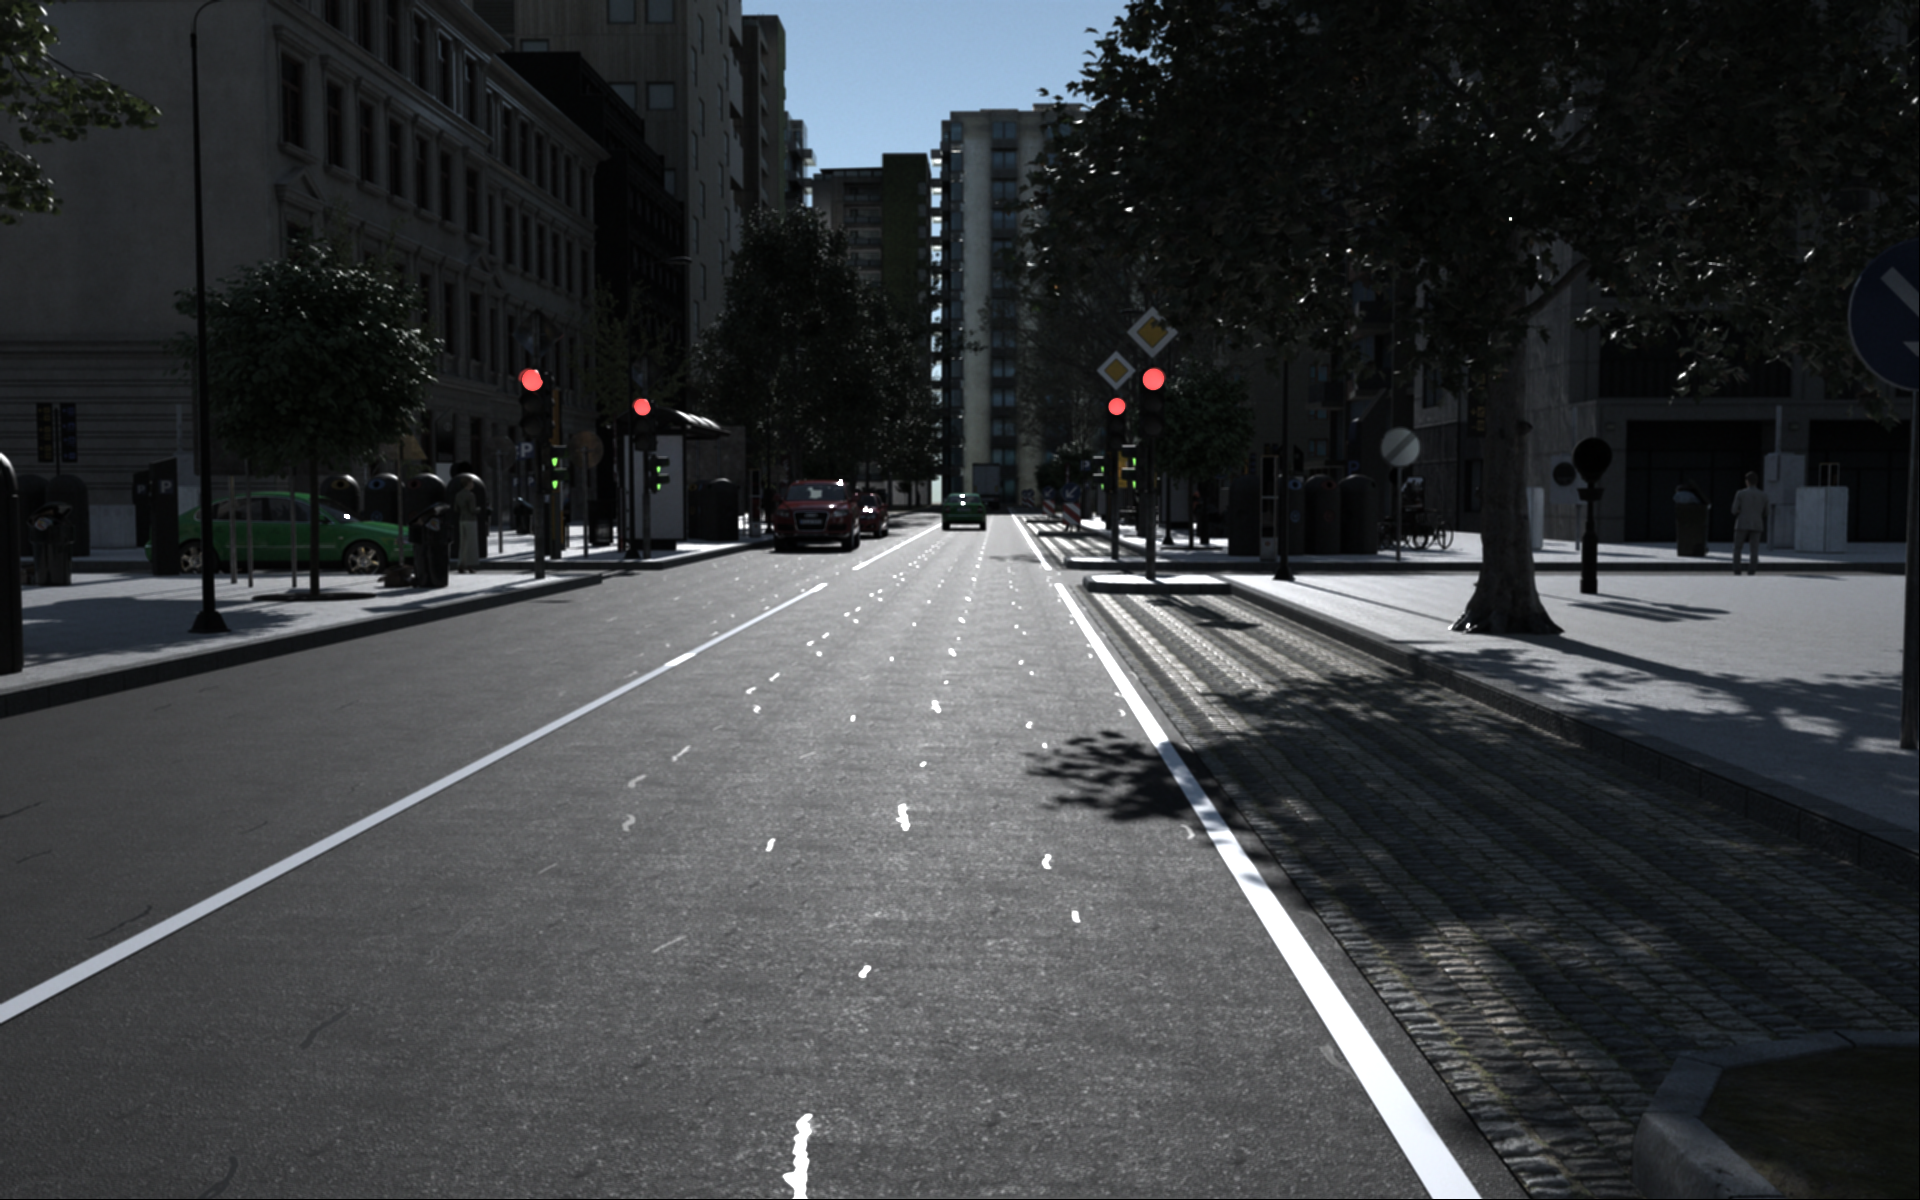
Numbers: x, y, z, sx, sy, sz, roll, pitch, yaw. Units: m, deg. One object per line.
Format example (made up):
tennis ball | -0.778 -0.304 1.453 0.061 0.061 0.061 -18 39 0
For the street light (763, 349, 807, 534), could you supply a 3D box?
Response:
street light | -5.608 -5.081 55.621 1.470 5.913 1.316 0 4 1

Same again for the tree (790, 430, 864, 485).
tree | -6.135 -5.879 79.837 4.285 4.588 4.351 0 3 0

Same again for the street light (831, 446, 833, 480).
street light | -5.170 -6.396 77.111 1.470 5.913 1.316 0 4 1

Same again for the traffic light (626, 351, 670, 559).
traffic light | -6.177 -2.766 34.149 0.839 4.253 0.868 0 4 1

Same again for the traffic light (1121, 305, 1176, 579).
traffic light | 2.852 -2.266 25.974 0.839 4.253 0.868 0 4 1

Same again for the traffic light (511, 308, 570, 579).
traffic light | -6.357 -2.278 26.166 0.839 4.253 0.868 0 4 1

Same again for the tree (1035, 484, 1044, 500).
tree | 8.895 -11.545 183.354 1.663 3.219 1.824 0 3 0

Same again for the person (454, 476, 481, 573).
person | -8.876 -1.364 31.352 0.519 1.759 0.362 2 4 34

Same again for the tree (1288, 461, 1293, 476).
tree | 16.588 -5.713 88.010 1.663 3.219 1.824 0 3 0

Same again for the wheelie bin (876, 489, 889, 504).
wheelie bin | -4.951 -6.195 109.194 0.980 1.594 0.693 -1 4 -22

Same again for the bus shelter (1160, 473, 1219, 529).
bus shelter | 8.093 -4.117 61.239 2.014 3.302 5.546 0 4 1

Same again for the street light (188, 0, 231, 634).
street light | -6.438 -2.652 15.906 1.470 5.913 1.316 0 4 1

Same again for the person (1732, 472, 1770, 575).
person | 13.204 -1.243 29.031 0.606 1.804 0.583 0 4 3

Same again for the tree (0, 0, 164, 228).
tree | -7.832 -5.589 9.501 7.486 12.596 7.792 0 3 0

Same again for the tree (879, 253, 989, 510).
tree | -4.144 -17.077 135.096 12.611 20.169 13.585 0 3 0

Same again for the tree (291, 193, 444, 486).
tree | -14.599 -5.638 42.550 4.737 8.622 4.395 0 3 0

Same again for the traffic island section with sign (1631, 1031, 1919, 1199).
traffic island section with sign | 2.374 0.339 3.086 1.989 1.847 2.006 0 4 1

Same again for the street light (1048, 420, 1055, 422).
street light | 6.190 -8.331 108.751 1.470 5.913 1.316 0 4 1

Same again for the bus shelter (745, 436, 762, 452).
bus shelter | -7.679 -3.748 55.198 2.014 3.302 5.546 0 4 1

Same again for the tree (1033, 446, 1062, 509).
tree | 6.762 -7.187 101.221 4.285 4.588 4.351 0 3 0

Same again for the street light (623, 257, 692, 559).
street light | -5.953 -3.767 34.129 1.470 5.913 1.316 0 4 1

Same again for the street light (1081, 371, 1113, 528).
street light | 5.233 -5.691 65.596 1.470 5.913 1.316 0 4 1

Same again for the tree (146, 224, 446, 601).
tree | -8.035 -2.293 21.200 4.285 4.588 4.351 0 3 0

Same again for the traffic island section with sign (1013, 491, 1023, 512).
traffic island section with sign | 5.384 -7.778 135.798 1.989 1.847 2.006 0 4 1

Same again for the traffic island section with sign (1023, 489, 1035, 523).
traffic island section with sign | 4.253 -4.708 85.610 1.989 1.847 2.006 0 4 1

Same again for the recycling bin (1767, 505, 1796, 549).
recycling bin | 19.343 -1.718 40.635 0.722 1.027 0.722 2 4 25

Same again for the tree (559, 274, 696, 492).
tree | -11.402 -6.636 58.867 4.737 8.622 4.395 0 3 0

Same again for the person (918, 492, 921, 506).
person | -4.542 -11.136 191.498 0.530 1.710 0.541 0 4 4

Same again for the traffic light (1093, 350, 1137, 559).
traffic light | 3.033 -2.754 33.957 0.839 4.253 0.868 0 4 1

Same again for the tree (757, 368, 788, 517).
tree | -11.014 -9.057 98.440 4.360 8.622 3.978 0 3 0

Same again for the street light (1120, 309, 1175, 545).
street light | 4.732 -4.353 43.719 1.470 5.913 1.316 0 4 1

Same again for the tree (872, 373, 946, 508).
tree | -4.859 -14.431 154.074 7.486 12.596 7.792 0 3 0

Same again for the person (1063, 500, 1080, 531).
person | 4.043 -3.351 63.064 0.755 1.850 0.659 2 4 28

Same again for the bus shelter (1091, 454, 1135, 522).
bus shelter | 7.468 -5.466 83.292 2.014 3.302 5.546 0 4 1

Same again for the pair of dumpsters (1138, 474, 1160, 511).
pair of dumpsters | 9.449 -4.899 82.599 1.574 2.255 4.437 0 4 1

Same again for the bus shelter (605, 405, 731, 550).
bus shelter | -6.972 -2.942 42.029 2.014 3.302 5.546 0 4 1

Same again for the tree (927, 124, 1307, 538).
tree | 5.600 -8.620 51.306 12.009 13.543 11.850 0 3 0

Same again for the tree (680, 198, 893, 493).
tree | -6.446 -9.205 67.506 9.611 12.733 9.660 0 3 0

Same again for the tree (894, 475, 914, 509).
tree | -4.592 -9.263 146.050 1.663 3.219 1.824 0 3 0

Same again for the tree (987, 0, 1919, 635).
tree | 4.999 -6.046 15.862 9.611 12.733 9.660 0 3 0

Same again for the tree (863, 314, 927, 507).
tree | -5.750 -12.005 106.657 12.009 13.543 11.850 0 3 0

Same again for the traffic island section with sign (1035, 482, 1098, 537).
traffic island section with sign | 3.637 -3.060 58.662 1.989 1.847 2.006 0 4 1

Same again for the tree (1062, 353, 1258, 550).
tree | 5.420 -3.457 40.241 4.285 4.588 4.351 0 3 0

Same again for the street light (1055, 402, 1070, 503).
street light | 5.672 -7.006 87.086 1.470 5.913 1.316 0 4 1

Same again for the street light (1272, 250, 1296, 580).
street light | 4.312 -3.257 25.788 1.470 5.913 1.316 0 4 1

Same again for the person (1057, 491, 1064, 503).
person | 11.144 -11.167 191.617 0.750 1.759 0.617 0 4 4

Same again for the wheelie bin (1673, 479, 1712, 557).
wheelie bin | 15.087 -1.700 35.696 0.693 1.594 0.980 2 4 28

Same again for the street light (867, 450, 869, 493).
street light | -4.690 -7.710 98.601 1.470 5.913 1.316 0 4 1
